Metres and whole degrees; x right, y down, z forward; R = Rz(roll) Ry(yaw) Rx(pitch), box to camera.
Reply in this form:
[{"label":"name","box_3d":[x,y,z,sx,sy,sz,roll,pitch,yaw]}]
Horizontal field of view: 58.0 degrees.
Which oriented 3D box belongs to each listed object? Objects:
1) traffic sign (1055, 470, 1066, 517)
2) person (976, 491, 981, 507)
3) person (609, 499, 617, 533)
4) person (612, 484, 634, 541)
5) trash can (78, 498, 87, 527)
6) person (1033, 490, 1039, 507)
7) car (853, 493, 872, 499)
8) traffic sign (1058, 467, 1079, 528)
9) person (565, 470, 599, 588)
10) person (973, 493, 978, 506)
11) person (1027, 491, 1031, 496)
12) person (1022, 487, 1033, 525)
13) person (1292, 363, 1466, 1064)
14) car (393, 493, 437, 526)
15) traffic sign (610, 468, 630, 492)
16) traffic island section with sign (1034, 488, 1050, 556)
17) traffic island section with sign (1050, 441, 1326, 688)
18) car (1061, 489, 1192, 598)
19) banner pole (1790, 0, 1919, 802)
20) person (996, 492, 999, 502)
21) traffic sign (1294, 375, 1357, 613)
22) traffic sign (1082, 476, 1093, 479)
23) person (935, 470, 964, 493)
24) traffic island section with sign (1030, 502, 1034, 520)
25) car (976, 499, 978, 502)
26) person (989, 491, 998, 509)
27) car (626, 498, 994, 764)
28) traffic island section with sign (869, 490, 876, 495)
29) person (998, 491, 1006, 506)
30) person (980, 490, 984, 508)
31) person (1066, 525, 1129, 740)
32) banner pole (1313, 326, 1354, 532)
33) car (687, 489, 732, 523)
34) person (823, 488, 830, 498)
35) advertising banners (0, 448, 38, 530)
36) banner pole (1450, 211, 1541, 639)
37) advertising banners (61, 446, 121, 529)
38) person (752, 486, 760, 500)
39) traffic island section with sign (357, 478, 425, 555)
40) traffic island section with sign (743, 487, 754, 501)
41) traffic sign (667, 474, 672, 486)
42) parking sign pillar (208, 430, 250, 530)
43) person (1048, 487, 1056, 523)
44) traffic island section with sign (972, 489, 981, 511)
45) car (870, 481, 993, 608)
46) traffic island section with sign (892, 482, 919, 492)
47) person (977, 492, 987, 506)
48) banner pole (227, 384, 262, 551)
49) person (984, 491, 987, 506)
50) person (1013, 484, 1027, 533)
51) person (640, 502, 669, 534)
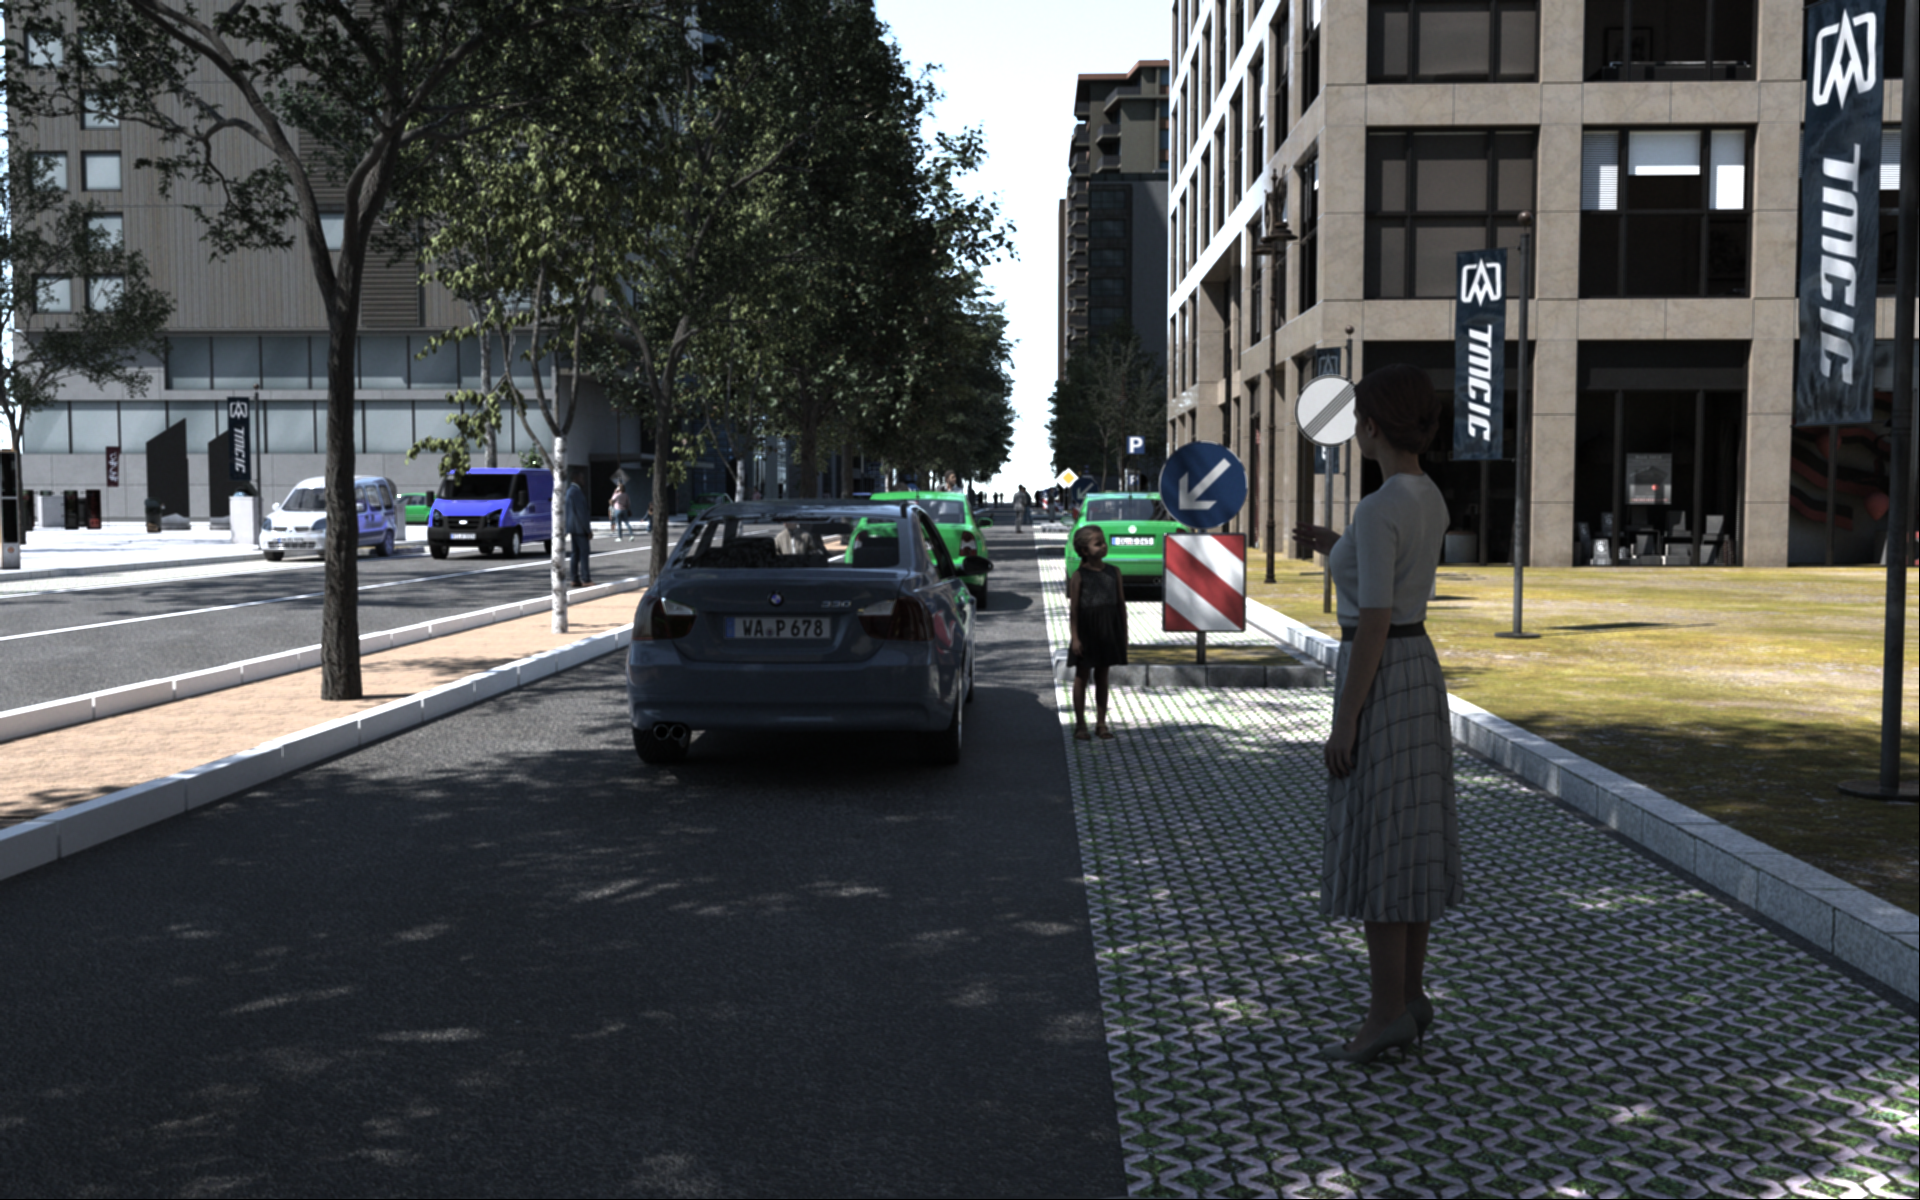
[{"label":"traffic sign","box_3d":[4.414,-4.268,73.419,0.795,2.450,0.064,0,4,2]},{"label":"person","box_3d":[2.252,-11.586,198.073,0.705,1.807,1.348,3,5,40]},{"label":"person","box_3d":[-12.628,-3.059,63.197,0.332,1.250,0.352,1,4,21]},{"label":"person","box_3d":[-10.215,-2.665,52.668,0.593,1.750,0.643,-3,5,-42]},{"label":"trash can","box_3d":[-34.306,-3.426,67.667,0.748,1.137,0.748,0,3,0]},{"label":"person","box_3d":[7.877,-10.251,175.728,1.348,1.869,0.705,-3,4,-38]},{"label":"car","box_3d":[-5.069,-4.801,88.091,1.945,1.707,3.694,0,4,1]},{"label":"traffic sign","box_3d":[4.098,-3.780,65.441,0.795,2.450,0.064,0,4,2]},{"label":"person","box_3d":[-5.840,-1.092,26.541,0.419,1.800,0.721,-3,5,-39]},{"label":"person","box_3d":[1.681,-12.019,205.085,0.705,1.814,1.350,-3,5,-42]},{"label":"person","box_3d":[8.136,-12.031,205.651,0.683,1.767,0.568,-1,4,-15]},{"label":"person","box_3d":[3.097,-4.445,81.517,0.721,1.781,0.623,-2,4,-29]},{"label":"person","box_3d":[1.024,0.283,4.443,0.524,1.755,0.480,2,4,34]},{"label":"car","box_3d":[-22.076,-3.716,69.550,4.718,1.807,1.959,0,4,3]},{"label":"traffic sign","box_3d":[-12.982,-3.822,66.135,0.795,2.450,0.064,0,4,2]},{"label":"traffic island section with sign","box_3d":[2.819,-1.970,40.844,1.989,1.847,2.006,0,4,2]},{"label":"traffic island section with sign","box_3d":[1.741,-0.311,13.713,1.989,1.847,2.006,0,4,2]},{"label":"car","box_3d":[2.422,-0.988,24.947,1.959,1.807,4.718,0,4,4]},{"label":"banner pole","box_3d":[3.915,-1.070,7.511,0.401,3.779,0.863,-1,4,-14]},{"label":"person","box_3d":[6.365,-17.730,298.403,1.348,1.821,0.705,-1,4,-15]},{"label":"traffic sign","box_3d":[3.959,-1.130,18.582,0.768,2.556,0.104,0,4,3]},{"label":"traffic sign","box_3d":[6.964,-5.661,94.683,0.606,2.300,0.079,0,4,8]},{"label":"person","box_3d":[-0.224,-1.244,28.935,0.679,1.850,0.850,0,4,4]},{"label":"traffic island section with sign","box_3d":[4.996,-5.320,95.617,1.989,1.847,2.006,0,4,2]},{"label":"car","box_3d":[2.597,-16.408,280.072,2.131,1.459,4.920,0,4,1]},{"label":"person","box_3d":[3.358,-9.922,171.260,0.750,1.759,0.617,-2,4,-30]},{"label":"car","box_3d":[-0.811,0.092,10.503,2.014,1.417,4.499,0,4,2]},{"label":"traffic island section with sign","box_3d":[-8.743,-10.096,173.691,1.989,1.847,2.006,0,4,2]},{"label":"person","box_3d":[5.124,-12.595,214.449,1.348,1.821,0.705,2,4,34]},{"label":"person","box_3d":[2.284,-10.538,180.799,0.705,1.823,1.348,-1,4,-8]},{"label":"person","box_3d":[0.810,0.187,10.117,0.362,1.253,0.373,-1,4,-14]},{"label":"banner pole","box_3d":[5.643,-2.202,26.021,0.401,3.779,0.863,-3,5,-40]},{"label":"car","box_3d":[-12.030,-4.600,84.002,1.959,1.807,4.718,0,4,2]},{"label":"person","box_3d":[-7.465,-5.403,97.423,0.593,1.750,0.643,2,4,30]},{"label":"advertising banners","box_3d":[-36.065,-4.332,67.014,0.090,3.025,2.074,2,4,30]},{"label":"banner pole","box_3d":[4.820,-1.563,15.573,0.863,3.779,0.401,3,4,38]},{"label":"advertising banners","box_3d":[-31.713,-4.104,63.284,2.074,3.025,0.090,-3,5,-42]},{"label":"person","box_3d":[-9.835,-4.564,83.134,0.555,1.821,0.388,2,4,29]},{"label":"traffic island section with sign","box_3d":[-13.987,-2.012,41.517,1.989,1.847,2.006,0,4,2]},{"label":"traffic island section with sign","box_3d":[-11.806,-5.370,96.420,1.989,1.847,2.006,0,4,2]},{"label":"traffic sign","box_3d":[-12.666,-4.310,74.114,0.795,2.450,0.064,0,4,2]},{"label":"parking sign pillar","box_3d":[-26.006,-4.476,61.652,1.447,3.967,1.447,-1,4,-11]},{"label":"person","box_3d":[4.572,-4.694,85.797,0.362,1.759,0.519,2,4,27]},{"label":"traffic island section with sign","box_3d":[0.948,-8.584,148.491,2.006,1.907,1.989,0,4,2]},{"label":"car","box_3d":[-0.529,-0.876,23.117,1.959,1.807,4.718,0,4,0]},{"label":"traffic island section with sign","box_3d":[-2.017,-3.992,73.411,2.006,1.907,1.989,0,4,2]},{"label":"person","box_3d":[2.312,-10.916,187.695,1.217,1.735,0.721,1,4,20]},{"label":"banner pole","box_3d":[-16.191,-3.018,39.364,0.863,3.779,0.401,-1,4,-12]},{"label":"person","box_3d":[2.913,-12.063,205.600,0.599,1.838,0.709,-1,4,-23]},{"label":"person","box_3d":[2.248,-3.353,63.515,0.606,1.804,0.583,2,4,32]},{"label":"person","box_3d":[-10.942,-2.950,62.236,1.012,1.151,0.738,0,4,-2]}]
